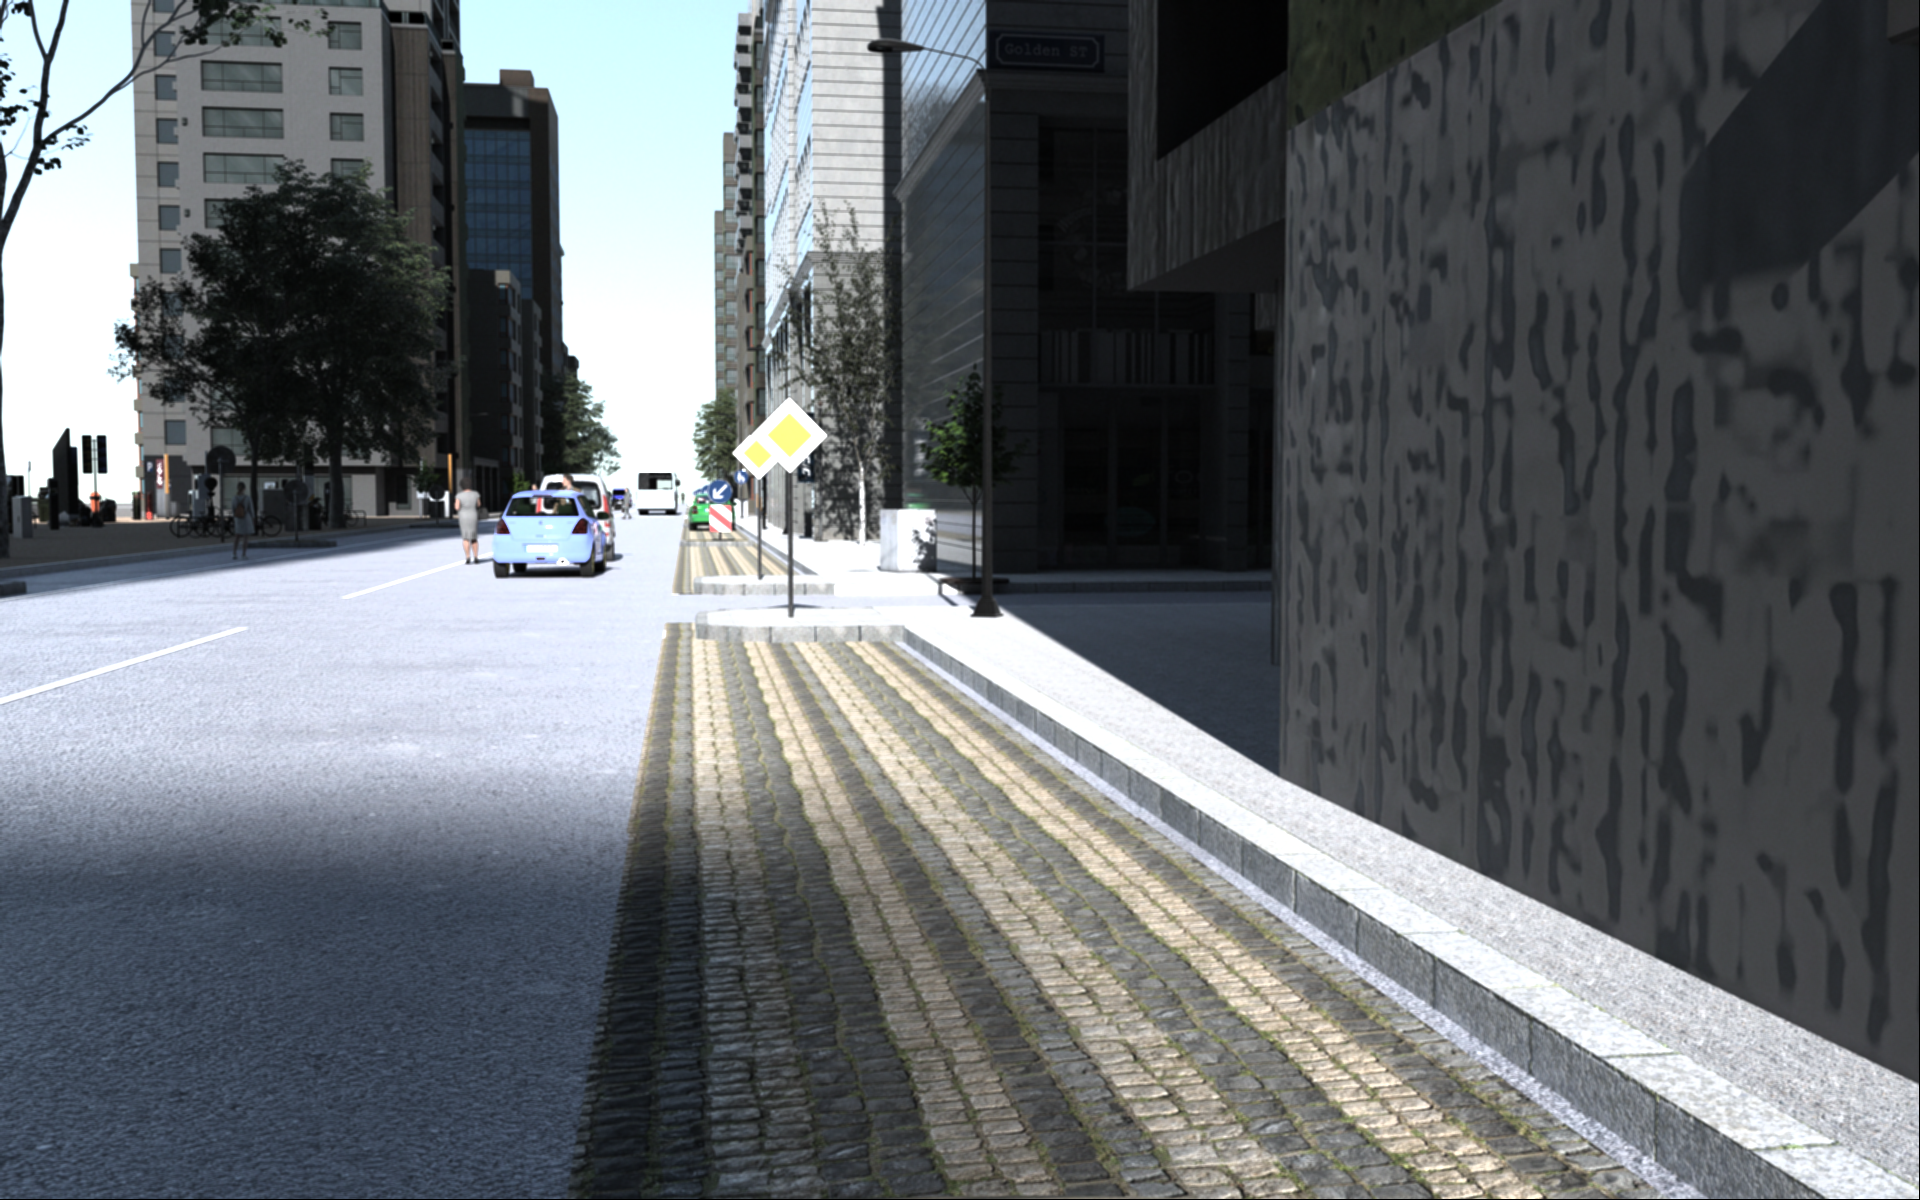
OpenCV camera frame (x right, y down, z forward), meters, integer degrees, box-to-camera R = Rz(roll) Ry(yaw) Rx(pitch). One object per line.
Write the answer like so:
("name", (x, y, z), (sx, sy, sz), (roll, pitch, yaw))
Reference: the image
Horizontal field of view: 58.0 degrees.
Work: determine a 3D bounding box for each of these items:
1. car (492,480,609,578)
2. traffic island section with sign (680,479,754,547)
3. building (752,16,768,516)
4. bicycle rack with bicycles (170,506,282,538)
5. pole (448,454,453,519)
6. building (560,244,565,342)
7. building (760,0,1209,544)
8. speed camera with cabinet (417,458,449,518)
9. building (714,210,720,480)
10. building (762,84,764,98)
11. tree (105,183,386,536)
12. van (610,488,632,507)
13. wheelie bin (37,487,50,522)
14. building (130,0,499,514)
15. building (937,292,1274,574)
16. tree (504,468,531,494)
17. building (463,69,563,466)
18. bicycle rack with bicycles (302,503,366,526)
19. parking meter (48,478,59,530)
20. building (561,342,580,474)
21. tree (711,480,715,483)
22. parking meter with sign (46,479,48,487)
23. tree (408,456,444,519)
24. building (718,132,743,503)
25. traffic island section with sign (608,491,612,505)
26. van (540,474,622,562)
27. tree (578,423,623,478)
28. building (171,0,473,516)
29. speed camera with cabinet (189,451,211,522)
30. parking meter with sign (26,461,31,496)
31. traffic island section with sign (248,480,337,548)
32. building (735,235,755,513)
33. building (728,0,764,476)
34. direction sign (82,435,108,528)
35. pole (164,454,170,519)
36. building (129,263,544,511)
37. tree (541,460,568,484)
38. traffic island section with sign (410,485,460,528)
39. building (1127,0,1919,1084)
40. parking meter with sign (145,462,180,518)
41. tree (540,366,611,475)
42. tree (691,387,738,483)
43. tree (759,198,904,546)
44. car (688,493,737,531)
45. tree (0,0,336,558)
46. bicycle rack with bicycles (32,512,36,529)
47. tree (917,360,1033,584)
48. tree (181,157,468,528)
("car", (-7.287, -1.308, 30.970), (1.945, 1.707, 3.694), (0, 4, -7))
("traffic island section with sign", (-6.744, -2.398, 47.843), (1.989, 1.847, 2.006), (-1, 4, -9))
("building", (-6.134, -20.682, 109.846), (14.160, 30.474, 14.107), (-1, 4, -9))
("bicycle rack with bicycles", (-22.036, -2.326, 51.415), (2.925, 0.926, 2.852), (0, 4, 1))
("pole", (-25.961, -5.775, 88.257), (0.158, 3.312, 0.155), (0, 3, 0))
("building", (-66.589, -33.147, 233.828), (32.217, 40.220, 23.993), (-1, 4, -9))
("building", (-1.002, -17.433, 62.519), (11.434, 29.767, 29.804), (-1, 4, -9))
("speed camera with cabinet", (-28.597, -6.097, 94.018), (2.038, 3.252, 0.660), (2, 4, 34))
("building", (-28.569, -34.764, 251.981), (14.154, 41.232, 14.086), (-1, 4, -9))
("building", (-2.548, -18.113, 89.654), (14.314, 27.812, 24.014), (-1, 4, -9))
("tree", (-21.798, -7.247, 52.905), (8.767, 10.594, 7.601), (-1, 4, -13))
("van", (-36.188, -11.061, 185.225), (2.240, 2.365, 5.245), (0, 4, -7))
("wheelie bin", (-41.430, -4.326, 78.641), (0.980, 1.594, 0.693), (0, 4, -2))
("building", (-43.447, -41.690, 119.880), (20.563, 71.187, 20.611), (-1, 4, -9))
("building", (14.124, -15.716, 34.453), (29.804, 29.767, 11.434), (-1, 4, -9))
("tree", (-33.016, -8.297, 130.263), (1.663, 3.219, 1.824), (0, 3, 0))
("building", (-50.583, -32.815, 186.639), (14.600, 45.320, 14.200), (-1, 4, -9))
("bicycle rack with bicycles", (-25.281, -3.410, 69.136), (2.852, 0.926, 2.925), (2, 4, 24))
("parking meter", (-32.605, -3.462, 62.308), (0.255, 1.863, 0.399), (-3, 4, -37))
("building", (-60.772, -22.232, 208.531), (27.650, 21.520, 28.899), (-1, 4, -9))
("tree", (-30.963, -13.626, 217.390), (1.663, 3.219, 1.824), (0, 3, 0))
("parking meter with sign", (-46.196, -5.632, 88.338), (1.738, 3.016, 0.543), (2, 4, 33))
("tree", (-27.087, -5.698, 87.769), (1.663, 3.219, 1.824), (0, 3, 0))
("building", (-20.143, -31.556, 199.541), (14.154, 41.232, 14.086), (-1, 4, -9))
("traffic island section with sign", (-46.855, -13.613, 231.195), (1.989, 1.847, 2.006), (-1, 4, -9))
("van", (-8.433, -1.895, 37.992), (2.013, 2.044, 4.112), (-1, 4, -11))
("tree", (-53.633, -20.186, 255.797), (9.928, 11.665, 9.643), (0, 3, 0))
("building", (-37.584, -20.321, 103.948), (14.160, 30.474, 14.107), (-1, 4, -9))
("speed camera with cabinet", (-35.082, -5.232, 79.880), (0.660, 3.252, 2.038), (-2, 4, -35))
("parking meter with sign", (-49.317, -5.737, 90.065), (1.738, 3.016, 0.543), (-3, 5, -41))
("traffic island section with sign", (-17.982, -2.333, 46.777), (1.989, 1.847, 2.006), (-1, 4, -9))
("building", (-2.817, -17.573, 132.360), (27.650, 21.520, 28.899), (-1, 4, -9))
("building", (-9.525, -33.105, 160.875), (23.786, 49.044, 30.456), (-1, 4, -9))
("direction sign", (-33.158, -4.552, 66.420), (0.876, 3.537, 0.379), (-1, 4, -10))
("pole", (-40.436, -5.777, 88.294), (0.158, 3.312, 0.155), (0, 3, 0))
("building", (-50.600, -18.417, 146.157), (27.650, 21.520, 28.899), (-1, 4, -9))
("tree", (-38.832, -11.116, 165.464), (4.285, 4.588, 4.351), (0, 3, 0))
("traffic island section with sign", (-22.156, -3.962, 73.408), (1.989, 1.847, 2.006), (-1, 4, -9))
("building", (8.057, -14.579, 10.065), (14.160, 30.474, 14.107), (-1, 4, -9))
("parking meter with sign", (-43.053, -5.955, 93.620), (1.738, 3.016, 0.543), (1, 4, 10))
("tree", (-39.975, -16.277, 172.777), (9.857, 13.997, 8.962), (0, 3, 0))
("tree", (-24.979, -16.229, 183.473), (7.486, 12.596, 7.792), (0, 3, 0))
("tree", (-2.562, -5.645, 42.655), (4.360, 8.622, 3.978), (0, 3, 0))
("car", (-9.801, -3.655, 68.554), (1.959, 1.807, 4.718), (0, 4, -8))
("tree", (-19.476, -10.988, 35.535), (12.611, 20.169, 13.585), (0, 3, 0))
("bicycle rack with bicycles", (-35.186, -3.077, 63.693), (2.852, 0.926, 2.925), (1, 4, 9))
("tree", (0.317, -1.867, 25.126), (1.663, 3.219, 1.824), (0, 3, 0))
("tree", (-23.474, -9.656, 64.530), (9.857, 13.997, 8.962), (0, 3, 0))
